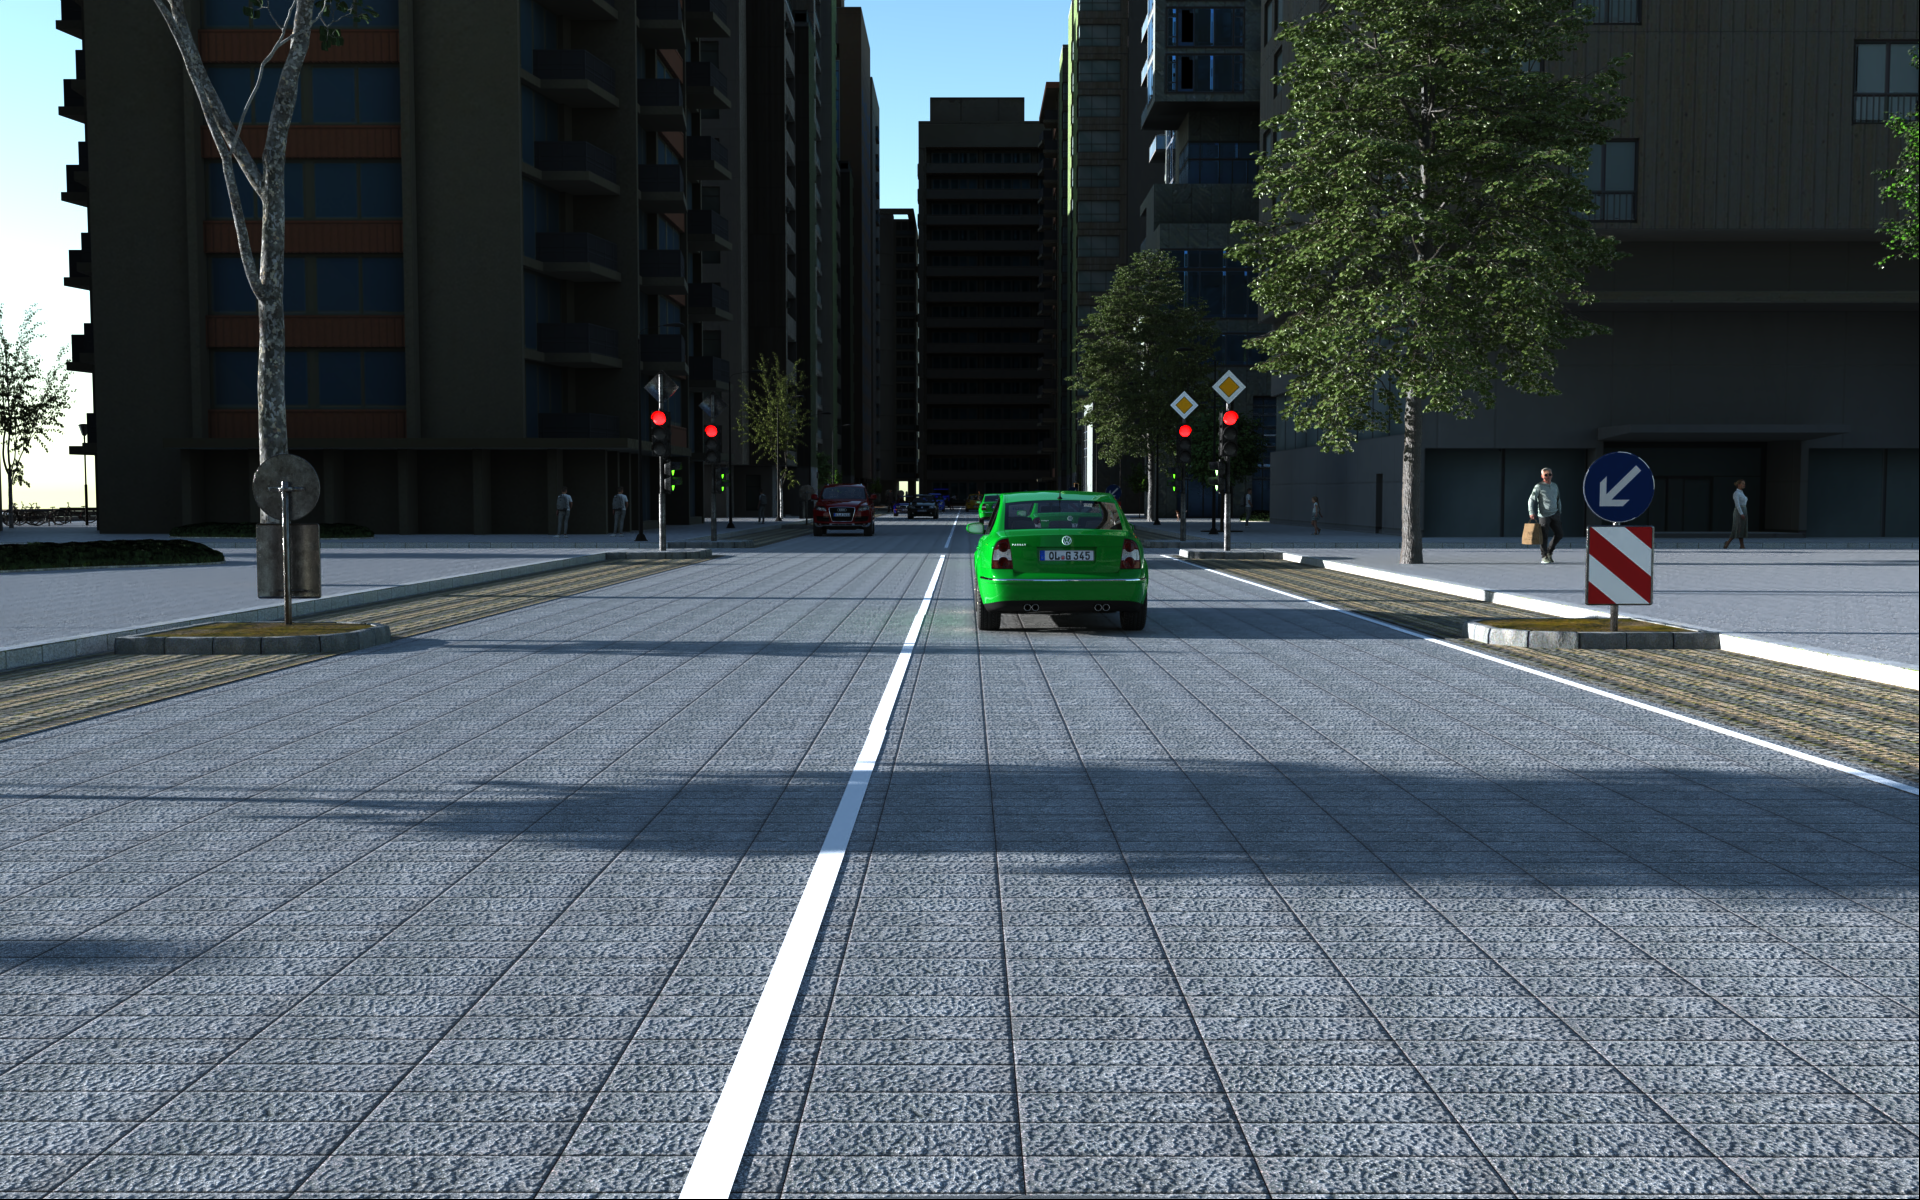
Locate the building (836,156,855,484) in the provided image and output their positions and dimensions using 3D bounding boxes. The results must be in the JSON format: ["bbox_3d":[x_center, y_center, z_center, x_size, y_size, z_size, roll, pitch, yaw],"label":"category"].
[{"bbox_3d":[-16.268,-22.763,143.879,14.160,30.474,14.107,0,4,0],"label":"building"}]

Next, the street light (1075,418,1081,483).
[{"bbox_3d":[7.787,-8.127,105.425,1.470,5.913,1.316,0,4,0],"label":"street light"}]

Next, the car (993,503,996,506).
[{"bbox_3d":[2.546,-4.042,78.445,2.083,1.381,4.827,0,4,-1],"label":"car"}]

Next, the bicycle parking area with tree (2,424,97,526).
[{"bbox_3d":[-36.883,-5.279,73.315,9.016,4.147,8.231,0,4,-7],"label":"bicycle parking area with tree"}]

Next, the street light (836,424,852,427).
[{"bbox_3d":[-7.906,-8.733,115.319,1.470,5.913,1.316,0,4,0],"label":"street light"}]

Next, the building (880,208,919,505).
[{"bbox_3d":[-17.112,-32.418,221.913,23.993,40.220,32.217,0,4,0],"label":"building"}]

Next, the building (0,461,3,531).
[{"bbox_3d":[-40.144,-22.543,52.169,14.086,41.232,14.154,0,4,0],"label":"building"}]

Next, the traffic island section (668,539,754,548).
[{"bbox_3d":[-6.738,-1.530,47.289,2.009,0.180,2.903,0,4,0],"label":"traffic island section"}]

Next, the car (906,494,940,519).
[{"bbox_3d":[-2.129,-5.546,100.461,2.009,1.686,4.222,0,4,1],"label":"car"}]

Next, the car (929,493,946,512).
[{"bbox_3d":[-2.077,-8.065,141.451,1.945,1.707,3.694,0,4,0],"label":"car"}]

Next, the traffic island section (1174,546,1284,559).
[{"bbox_3d":[6.076,-1.038,39.256,2.009,0.180,2.903,0,4,0],"label":"traffic island section"}]

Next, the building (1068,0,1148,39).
[{"bbox_3d":[16.054,-28.362,147.305,14.154,41.232,14.086,0,4,0],"label":"building"}]

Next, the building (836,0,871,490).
[{"bbox_3d":[-15.422,-31.064,158.009,14.600,45.320,14.200,0,4,0],"label":"building"}]

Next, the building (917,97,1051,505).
[{"bbox_3d":[5.663,-36.180,215.247,21.600,48.544,21.300,0,4,0],"label":"building"}]

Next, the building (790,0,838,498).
[{"bbox_3d":[-16.657,-27.251,129.144,14.154,41.232,14.086,0,4,0],"label":"building"}]

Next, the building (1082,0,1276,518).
[{"bbox_3d":[19.740,-48.457,104.940,22.319,86.520,31.000,0,4,0],"label":"building"}]

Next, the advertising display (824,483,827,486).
[{"bbox_3d":[-7.940,-5.934,102.228,0.123,1.923,0.974,0,4,-3],"label":"advertising display"}]

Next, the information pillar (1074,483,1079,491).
[{"bbox_3d":[7.851,-6.876,116.920,0.304,2.012,0.304,0,3,0],"label":"information pillar"}]

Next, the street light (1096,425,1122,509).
[{"bbox_3d":[7.686,-7.100,88.624,1.470,5.913,1.316,0,4,0],"label":"street light"}]

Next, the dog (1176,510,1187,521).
[{"bbox_3d":[10.679,-4.083,83.581,0.406,0.507,0.540,2,4,30],"label":"dog"}]

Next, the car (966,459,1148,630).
[{"bbox_3d":[1.056,-0.660,19.580,1.959,1.807,4.718,0,4,0],"label":"car"}]

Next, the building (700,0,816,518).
[{"bbox_3d":[-15.764,-19.997,98.652,14.160,30.474,14.107,0,4,0],"label":"building"}]

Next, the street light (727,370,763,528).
[{"bbox_3d":[-8.071,-5.647,64.869,1.470,5.913,1.316,0,4,0],"label":"street light"}]

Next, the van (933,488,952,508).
[{"bbox_3d":[-1.994,-10.965,183.664,2.240,2.365,5.245,0,4,-1],"label":"van"}]

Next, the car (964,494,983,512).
[{"bbox_3d":[1.302,-7.994,140.933,2.015,1.641,3.980,0,4,-1],"label":"car"}]

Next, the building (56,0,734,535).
[{"bbox_3d":[-20.876,-25.192,66.515,22.147,44.769,28.867,0,4,0],"label":"building"}]

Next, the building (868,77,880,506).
[{"bbox_3d":[-19.701,-34.481,187.465,21.600,48.544,21.300,0,4,0],"label":"building"}]

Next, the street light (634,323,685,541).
[{"bbox_3d":[-8.159,-4.557,47.050,1.470,5.913,1.316,0,4,0],"label":"street light"}]

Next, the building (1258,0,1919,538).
[{"bbox_3d":[25.787,-28.823,60.496,27.495,52.752,28.713,0,4,0],"label":"building"}]

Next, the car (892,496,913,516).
[{"bbox_3d":[-3.433,-6.103,112.364,1.945,1.354,3.894,0,4,-1],"label":"car"}]

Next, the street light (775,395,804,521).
[{"bbox_3d":[-8.031,-6.675,81.670,1.470,5.913,1.316,0,4,0],"label":"street light"}]

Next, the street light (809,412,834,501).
[{"bbox_3d":[-8.001,-7.705,98.518,1.470,5.913,1.316,0,4,0],"label":"street light"}]

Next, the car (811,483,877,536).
[{"bbox_3d":[-4.030,-3.174,60.569,2.281,1.827,5.304,0,4,-2],"label":"car"}]

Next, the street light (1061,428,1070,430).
[{"bbox_3d":[7.799,-9.158,122.268,1.470,5.913,1.316,0,4,0],"label":"street light"}]

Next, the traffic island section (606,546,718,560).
[{"bbox_3d":[-6.765,-1.041,39.304,2.009,0.180,2.903,0,4,0],"label":"traffic island section"}]

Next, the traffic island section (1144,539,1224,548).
[{"bbox_3d":[6.103,-1.527,47.241,2.009,0.180,2.903,0,4,0],"label":"traffic island section"}]

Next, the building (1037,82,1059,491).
[{"bbox_3d":[19.492,-32.313,182.934,22.147,44.769,28.867,0,4,0],"label":"building"}]

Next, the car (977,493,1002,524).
[{"bbox_3d":[1.787,-4.572,83.544,1.959,1.807,4.718,0,4,0],"label":"car"}]
